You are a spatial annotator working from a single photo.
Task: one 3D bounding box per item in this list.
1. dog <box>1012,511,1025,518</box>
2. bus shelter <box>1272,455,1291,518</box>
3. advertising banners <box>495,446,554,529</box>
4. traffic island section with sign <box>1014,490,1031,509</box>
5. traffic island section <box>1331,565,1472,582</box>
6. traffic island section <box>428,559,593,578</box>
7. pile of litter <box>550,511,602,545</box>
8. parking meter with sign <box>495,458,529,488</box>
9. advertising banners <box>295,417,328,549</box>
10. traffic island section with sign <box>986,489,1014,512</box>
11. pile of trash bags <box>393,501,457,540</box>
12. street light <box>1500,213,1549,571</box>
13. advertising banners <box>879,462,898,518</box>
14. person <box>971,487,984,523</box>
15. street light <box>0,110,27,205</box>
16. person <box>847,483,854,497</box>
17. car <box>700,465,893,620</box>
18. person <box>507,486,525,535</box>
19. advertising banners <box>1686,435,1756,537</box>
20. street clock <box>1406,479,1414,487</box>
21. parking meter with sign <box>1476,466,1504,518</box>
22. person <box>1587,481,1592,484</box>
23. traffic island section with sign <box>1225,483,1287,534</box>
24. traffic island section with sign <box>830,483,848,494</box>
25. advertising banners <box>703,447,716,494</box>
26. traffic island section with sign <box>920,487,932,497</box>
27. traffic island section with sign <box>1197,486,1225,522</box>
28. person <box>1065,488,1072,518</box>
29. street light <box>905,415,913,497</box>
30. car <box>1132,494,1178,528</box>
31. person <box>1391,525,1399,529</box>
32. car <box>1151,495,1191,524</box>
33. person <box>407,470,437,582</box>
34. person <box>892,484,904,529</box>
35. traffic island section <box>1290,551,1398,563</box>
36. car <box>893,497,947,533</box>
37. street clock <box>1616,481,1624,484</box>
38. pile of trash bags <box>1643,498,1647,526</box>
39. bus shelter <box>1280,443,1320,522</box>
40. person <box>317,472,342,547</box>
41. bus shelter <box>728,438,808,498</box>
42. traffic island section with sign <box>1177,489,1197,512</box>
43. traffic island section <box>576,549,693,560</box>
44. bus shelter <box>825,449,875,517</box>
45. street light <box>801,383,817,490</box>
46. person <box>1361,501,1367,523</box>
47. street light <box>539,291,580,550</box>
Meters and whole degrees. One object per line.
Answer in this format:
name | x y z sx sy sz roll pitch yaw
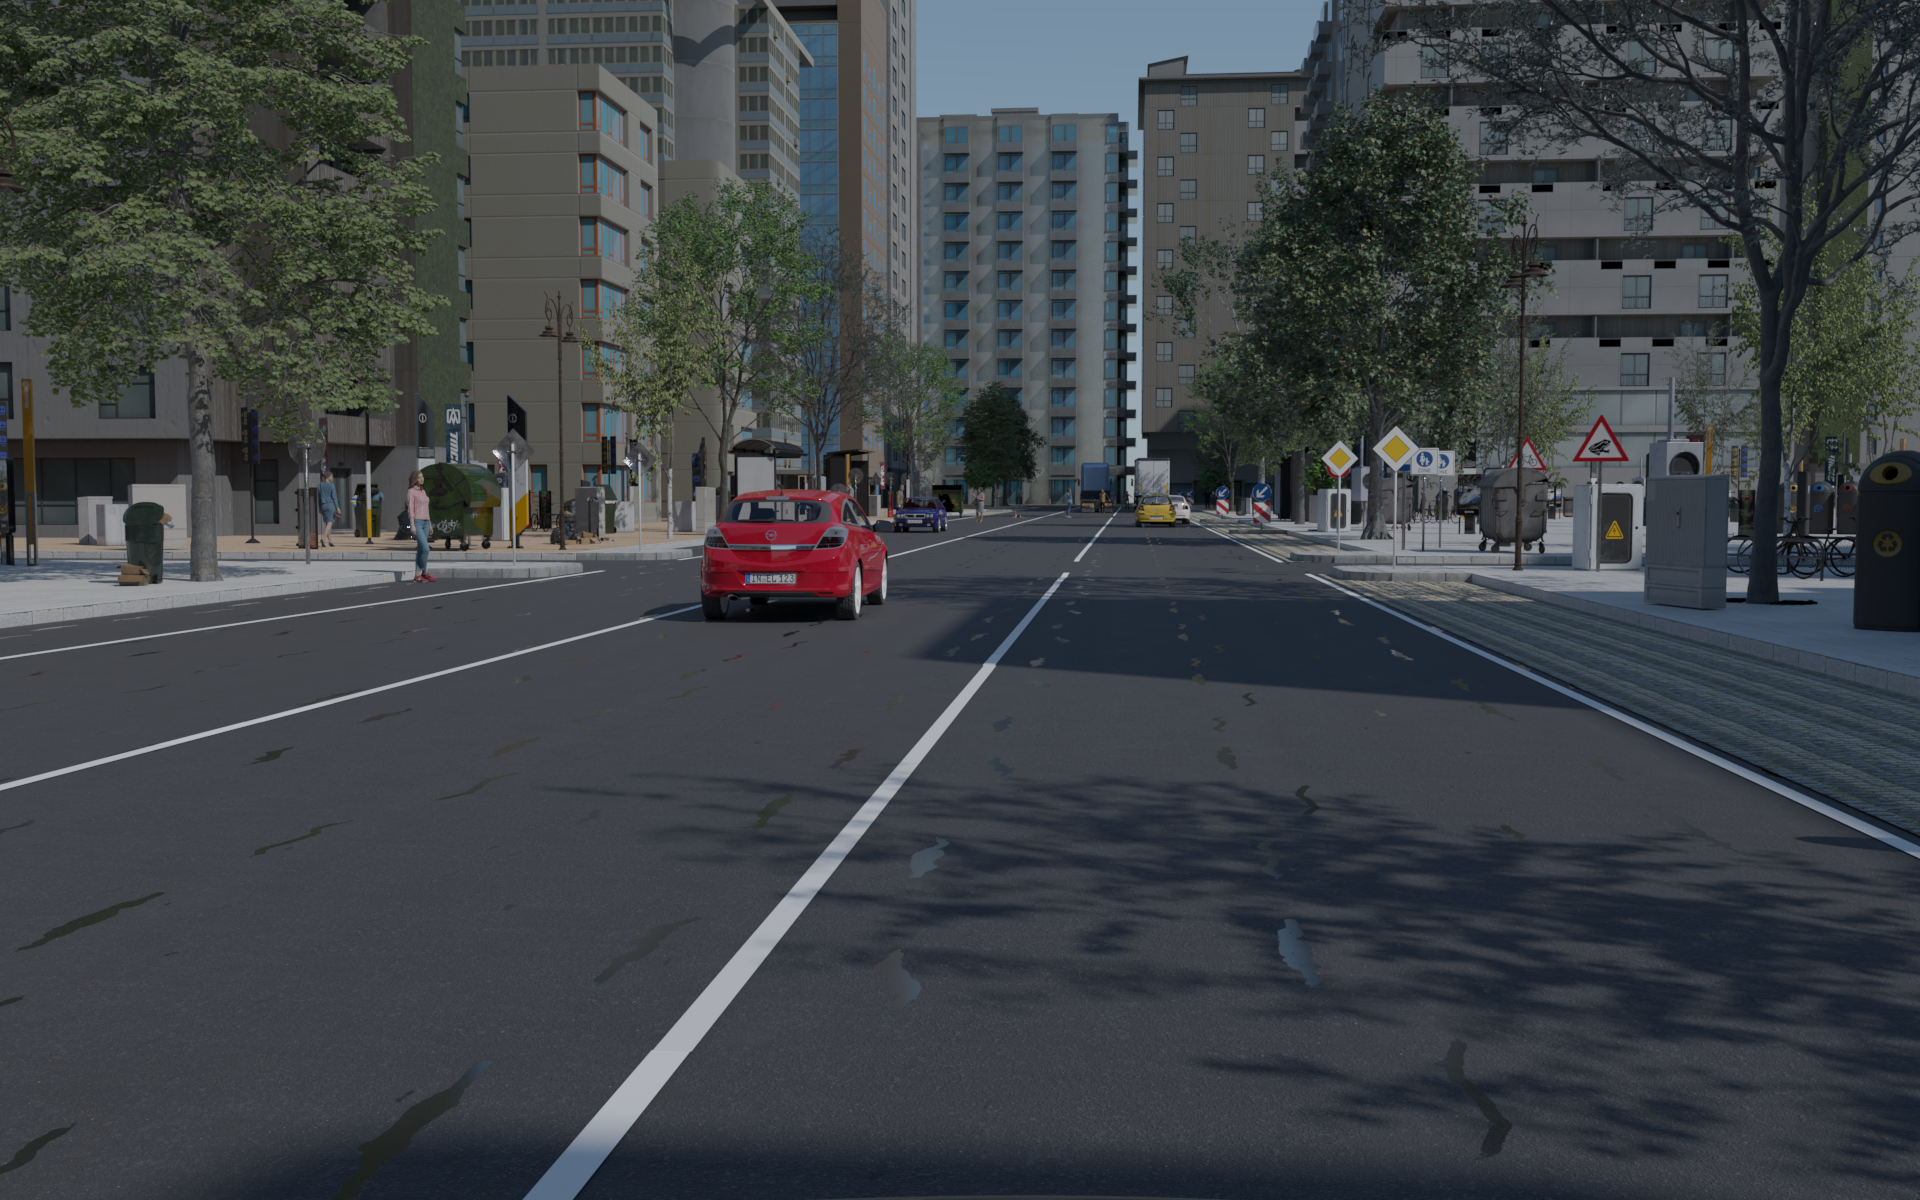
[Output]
dog | 3.554 -5.206 105.311 0.748 0.427 0.550 1 4 8
bus shelter | 17.082 -5.810 88.918 2.014 3.302 5.546 0 4 6
advertising banners | -16.033 -4.135 63.800 2.074 3.025 0.090 -1 4 -14
traffic island section with sign | 5.805 -9.696 167.159 1.989 1.847 2.006 0 4 6
traffic island section | 7.444 -0.443 29.527 2.009 0.180 2.903 0 4 6
traffic island section | -8.021 -0.537 31.060 2.009 0.180 2.903 0 4 6
pile of litter | -9.817 -1.863 44.418 1.176 0.858 1.719 2 4 35
parking meter with sign | -15.884 -3.934 60.584 0.543 3.016 1.738 2 4 30
advertising banners | -15.066 -2.696 40.273 0.090 3.025 2.074 -3 5 -40
traffic island section with sign | 3.148 -8.052 140.281 1.989 1.847 2.006 0 4 6
pile of trash bags | -15.037 -2.387 48.776 1.912 1.369 3.447 -1 4 -8
street light | 9.353 -3.429 28.859 0.468 5.910 1.993 0 4 6
advertising banners | -3.773 -6.001 94.310 0.090 3.025 2.074 2 4 35
person | 0.875 -4.746 86.449 0.532 1.782 0.716 -3 5 -40
street light | -11.147 -2.856 19.480 0.468 5.910 1.993 0 4 6
person | -5.044 -4.483 79.454 0.853 1.813 0.709 -1 4 -12
car | -1.938 -0.744 21.198 2.155 1.783 4.494 0 4 4
person | -13.618 -2.851 52.754 0.679 1.850 0.850 3 5 43
advertising banners | 22.309 -3.337 50.751 2.074 3.025 0.090 3 5 39
street clock | 21.015 -4.693 81.302 0.471 2.002 0.358 -1 4 -20
parking meter with sign | 28.404 -5.943 93.429 1.738 3.016 0.543 2 4 31
person | 24.720 -3.782 68.234 0.721 1.781 0.623 1 4 16
traffic island section with sign | 10.701 -3.285 62.346 1.989 1.847 2.006 0 4 6
traffic island section with sign | -4.463 -3.353 63.456 1.989 1.847 2.006 0 4 6
advertising banners | -9.231 -4.135 63.796 0.090 3.025 2.074 -1 4 -19
traffic island section with sign | -1.760 -5.029 90.845 1.989 1.847 2.006 0 4 6
traffic island section with sign | 13.365 -4.926 89.169 1.989 1.847 2.006 0 4 6
person | 6.599 -5.900 105.222 0.793 1.790 0.793 -2 4 -27
street light | -2.996 -7.867 101.419 0.468 5.910 1.993 0 4 6
car | 8.507 -3.990 75.455 2.015 1.641 3.980 0 4 5
person | 15.806 -3.491 63.134 0.555 1.821 0.388 1 4 16
car | 10.067 -4.333 83.211 2.083 1.381 4.827 0 4 5
person | -8.754 -1.196 28.067 0.388 1.821 0.555 0 4 5
person | -2.506 -3.853 71.407 0.836 1.842 0.656 -2 4 -28
traffic island section | 8.232 -0.929 37.474 2.009 0.180 2.903 0 4 6
car | -1.488 -3.234 65.456 1.945 1.354 3.894 0 4 5
street clock | 37.640 -5.765 98.833 0.471 2.002 0.358 1 4 15
pile of trash bags | 26.646 -3.672 69.789 3.447 1.369 1.912 1 4 17
bus shelter | 15.948 -5.559 82.179 1.731 3.624 6.357 0 4 6
person | -15.306 -2.188 41.838 0.581 1.822 0.654 2 4 26
bus shelter | -7.204 -4.370 65.376 2.014 3.302 5.546 0 4 6
traffic island section with sign | 18.272 -7.958 138.734 1.989 1.847 2.006 0 4 6
traffic island section | -7.234 -1.023 39.006 2.009 0.180 2.903 0 4 6
bus shelter | -5.865 -6.236 93.234 1.731 3.624 6.357 0 4 6
street light | -6.134 -5.975 70.484 0.468 5.910 1.993 0 4 6
person | 17.635 -3.985 75.874 0.352 1.250 0.332 0 4 2
street light | -9.113 -4.083 39.542 0.468 5.910 1.993 0 4 6
